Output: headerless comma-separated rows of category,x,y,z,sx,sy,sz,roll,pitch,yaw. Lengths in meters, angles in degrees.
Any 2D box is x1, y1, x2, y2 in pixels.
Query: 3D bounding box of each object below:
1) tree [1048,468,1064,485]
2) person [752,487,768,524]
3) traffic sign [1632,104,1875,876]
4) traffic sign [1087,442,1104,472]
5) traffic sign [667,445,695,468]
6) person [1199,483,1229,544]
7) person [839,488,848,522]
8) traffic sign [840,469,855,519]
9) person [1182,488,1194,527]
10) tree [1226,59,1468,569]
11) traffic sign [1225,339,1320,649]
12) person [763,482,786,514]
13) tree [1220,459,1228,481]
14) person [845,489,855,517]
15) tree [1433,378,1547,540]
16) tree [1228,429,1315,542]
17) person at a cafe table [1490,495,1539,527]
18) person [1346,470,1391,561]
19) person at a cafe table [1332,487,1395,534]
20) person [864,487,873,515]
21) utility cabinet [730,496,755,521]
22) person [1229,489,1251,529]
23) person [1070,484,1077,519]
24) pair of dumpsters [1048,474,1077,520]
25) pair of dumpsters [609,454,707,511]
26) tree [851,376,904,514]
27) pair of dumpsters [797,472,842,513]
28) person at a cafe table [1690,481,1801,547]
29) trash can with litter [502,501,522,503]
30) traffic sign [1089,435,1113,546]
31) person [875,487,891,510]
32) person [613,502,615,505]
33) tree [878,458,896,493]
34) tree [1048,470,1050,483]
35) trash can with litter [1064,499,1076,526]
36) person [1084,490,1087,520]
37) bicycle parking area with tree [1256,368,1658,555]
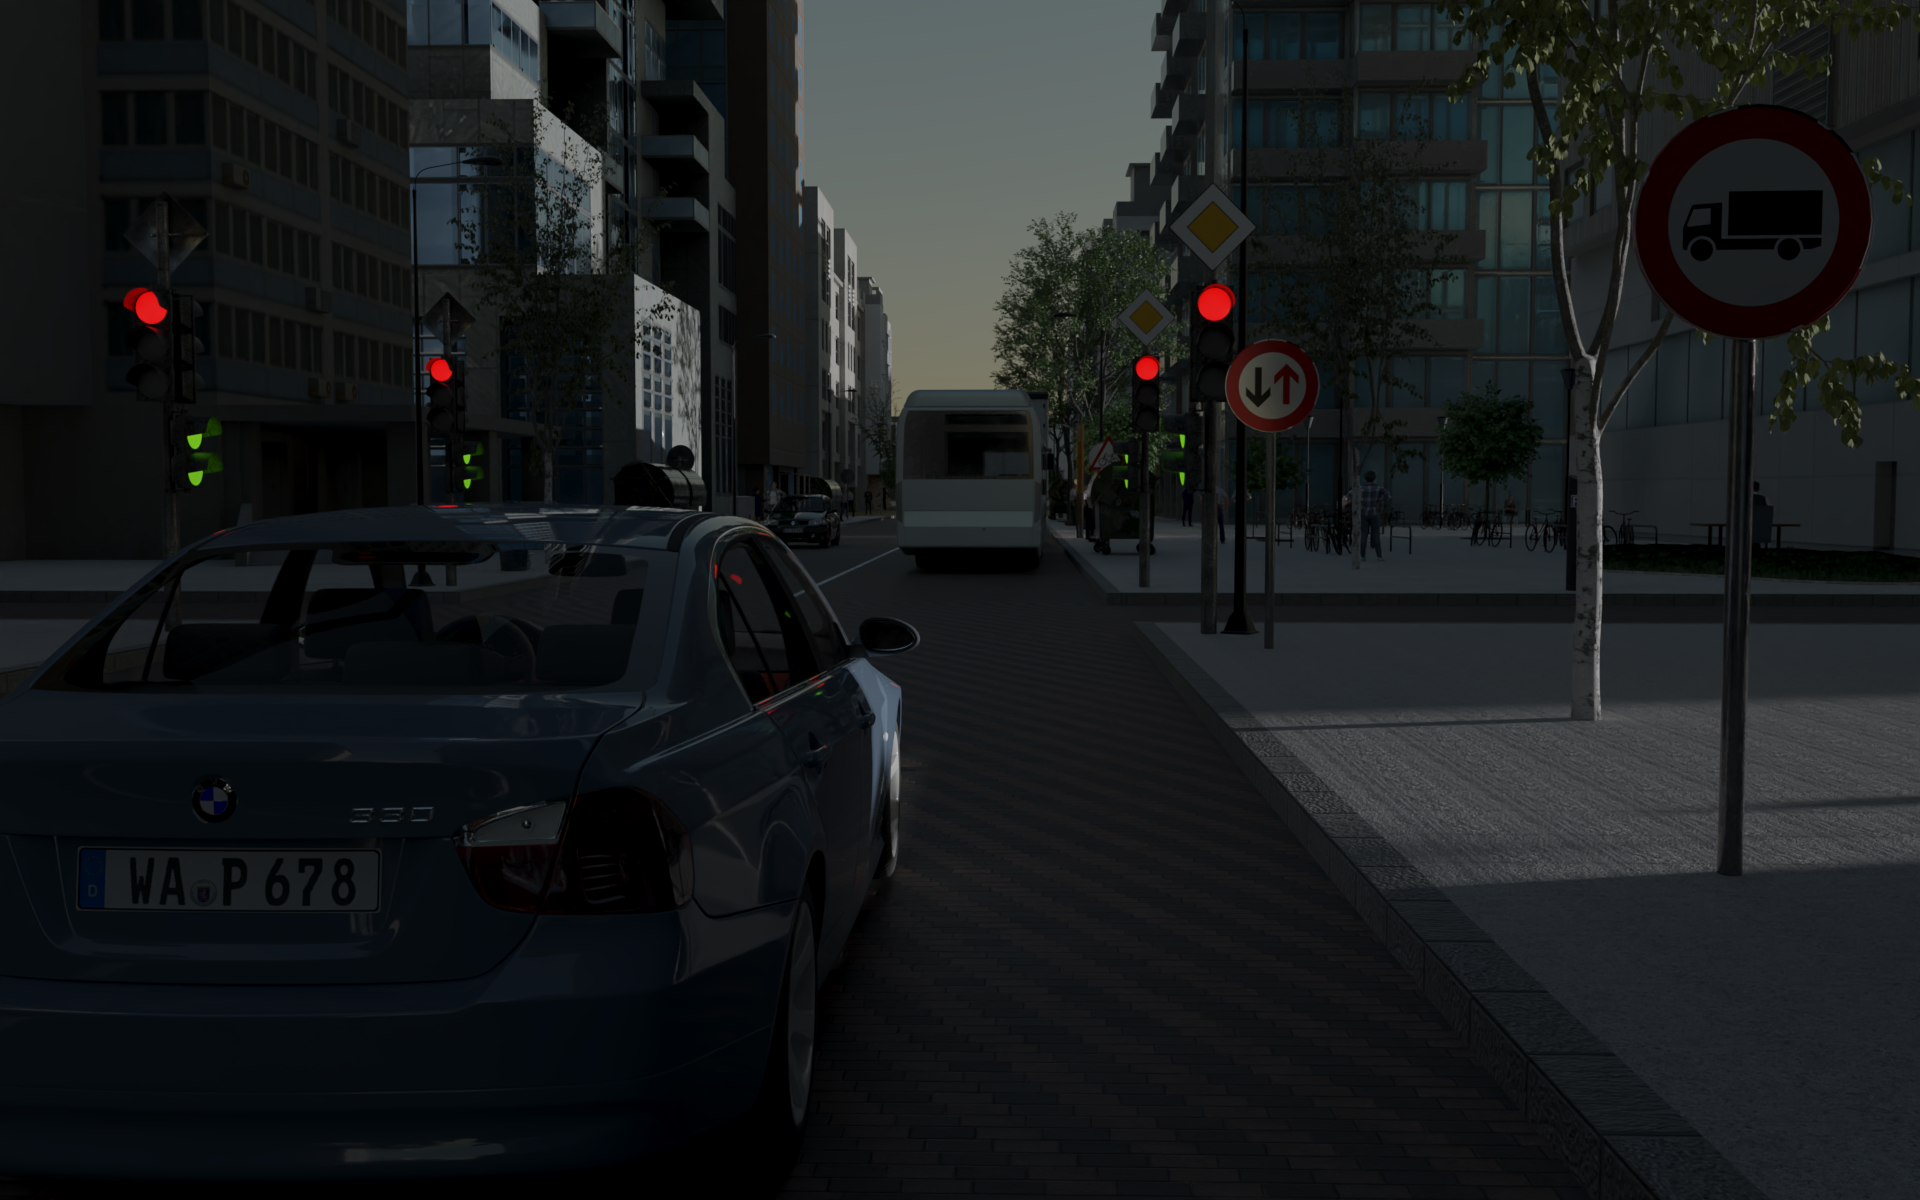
tree,7.256,-8.047,126.174,1.663,3.219,1.824,0,3,0
person,-7.499,-3.441,64.679,0.453,1.535,0.546,2,4,29
traffic sign,2.601,-0.347,5.774,0.768,2.556,0.104,0,4,4
traffic sign,3.518,-2.603,42.672,0.768,2.556,0.104,0,4,5
traffic sign,-7.227,-2.731,44.762,0.768,2.556,0.104,1,4,11
person,6.567,-2.310,44.750,0.756,1.711,0.436,1,4,9
person,-5.451,-4.434,80.494,0.435,1.587,0.963,0,4,3
traffic sign,-5.687,-5.346,87.510,0.768,2.556,0.104,1,4,11
person,9.056,-3.774,68.454,0.576,1.737,0.504,2,4,34
tree,6.585,-4.816,29.104,4.360,8.622,3.978,0,3,0
traffic sign,2.567,-0.869,14.307,0.768,2.556,0.104,0,4,7
person,-6.729,-3.420,62.682,0.841,1.734,0.376,1,4,10
tree,8.537,-3.367,49.648,1.663,3.219,1.824,0,3,0
person,-6.235,-5.448,97.324,0.590,1.554,0.614,2,4,23
tree,14.999,-4.014,49.336,4.285,4.588,4.351,0,3,0
tree,8.496,-3.190,46.754,1.663,3.219,1.824,0,3,0
person at a cafe table,21.645,-3.484,67.822,1.698,1.238,1.726,1,4,10
person,7.848,-1.616,33.191,0.841,1.734,0.376,2,4,23
person at a cafe table,12.722,-2.874,55.500,1.698,1.524,1.622,-2,4,-25
person,-5.662,-6.105,106.773,0.541,1.710,0.530,0,4,-2
utility cabinet,-6.758,-2.614,53.903,0.306,1.237,1.020,2,4,25
person,10.176,-3.480,63.094,0.875,1.805,0.789,2,4,30
person,4.827,-4.039,73.017,0.436,1.711,0.756,0,4,6
pair of dumpsters,5.072,-5.131,86.380,1.574,2.255,4.437,0,4,2
pair of dumpsters,-7.084,-2.340,40.750,1.574,2.255,4.437,0,4,2
tree,-4.706,-9.696,108.889,4.360,8.622,3.978,0,3,0
pair of dumpsters,-6.002,-4.357,73.738,1.574,2.255,4.437,0,4,2
person at a cafe table,14.753,-1.459,32.378,1.698,1.524,1.622,1,4,9
trash can with litter,-7.537,-1.087,29.165,0.624,1.170,1.055,0,4,-7
traffic sign,3.299,-2.351,38.437,0.884,2.594,0.081,0,4,7
person,-6.008,-7.965,136.240,1.348,1.831,0.705,-2,4,-24
person,-8.731,-2.235,45.285,0.600,1.496,0.574,-1,4,-19
tree,-4.997,-9.513,139.257,4.285,4.588,4.351,0,3,0
tree,7.247,-10.043,147.920,4.285,4.588,4.351,0,3,0
trash can with litter,4.568,-3.575,69.830,0.624,1.170,1.055,-2,4,-32
person,3.903,-2.698,52.373,0.614,1.554,0.590,-3,5,-39
bicycle parking area with tree,11.280,-3.212,39.514,8.231,4.147,9.016,1,4,14
